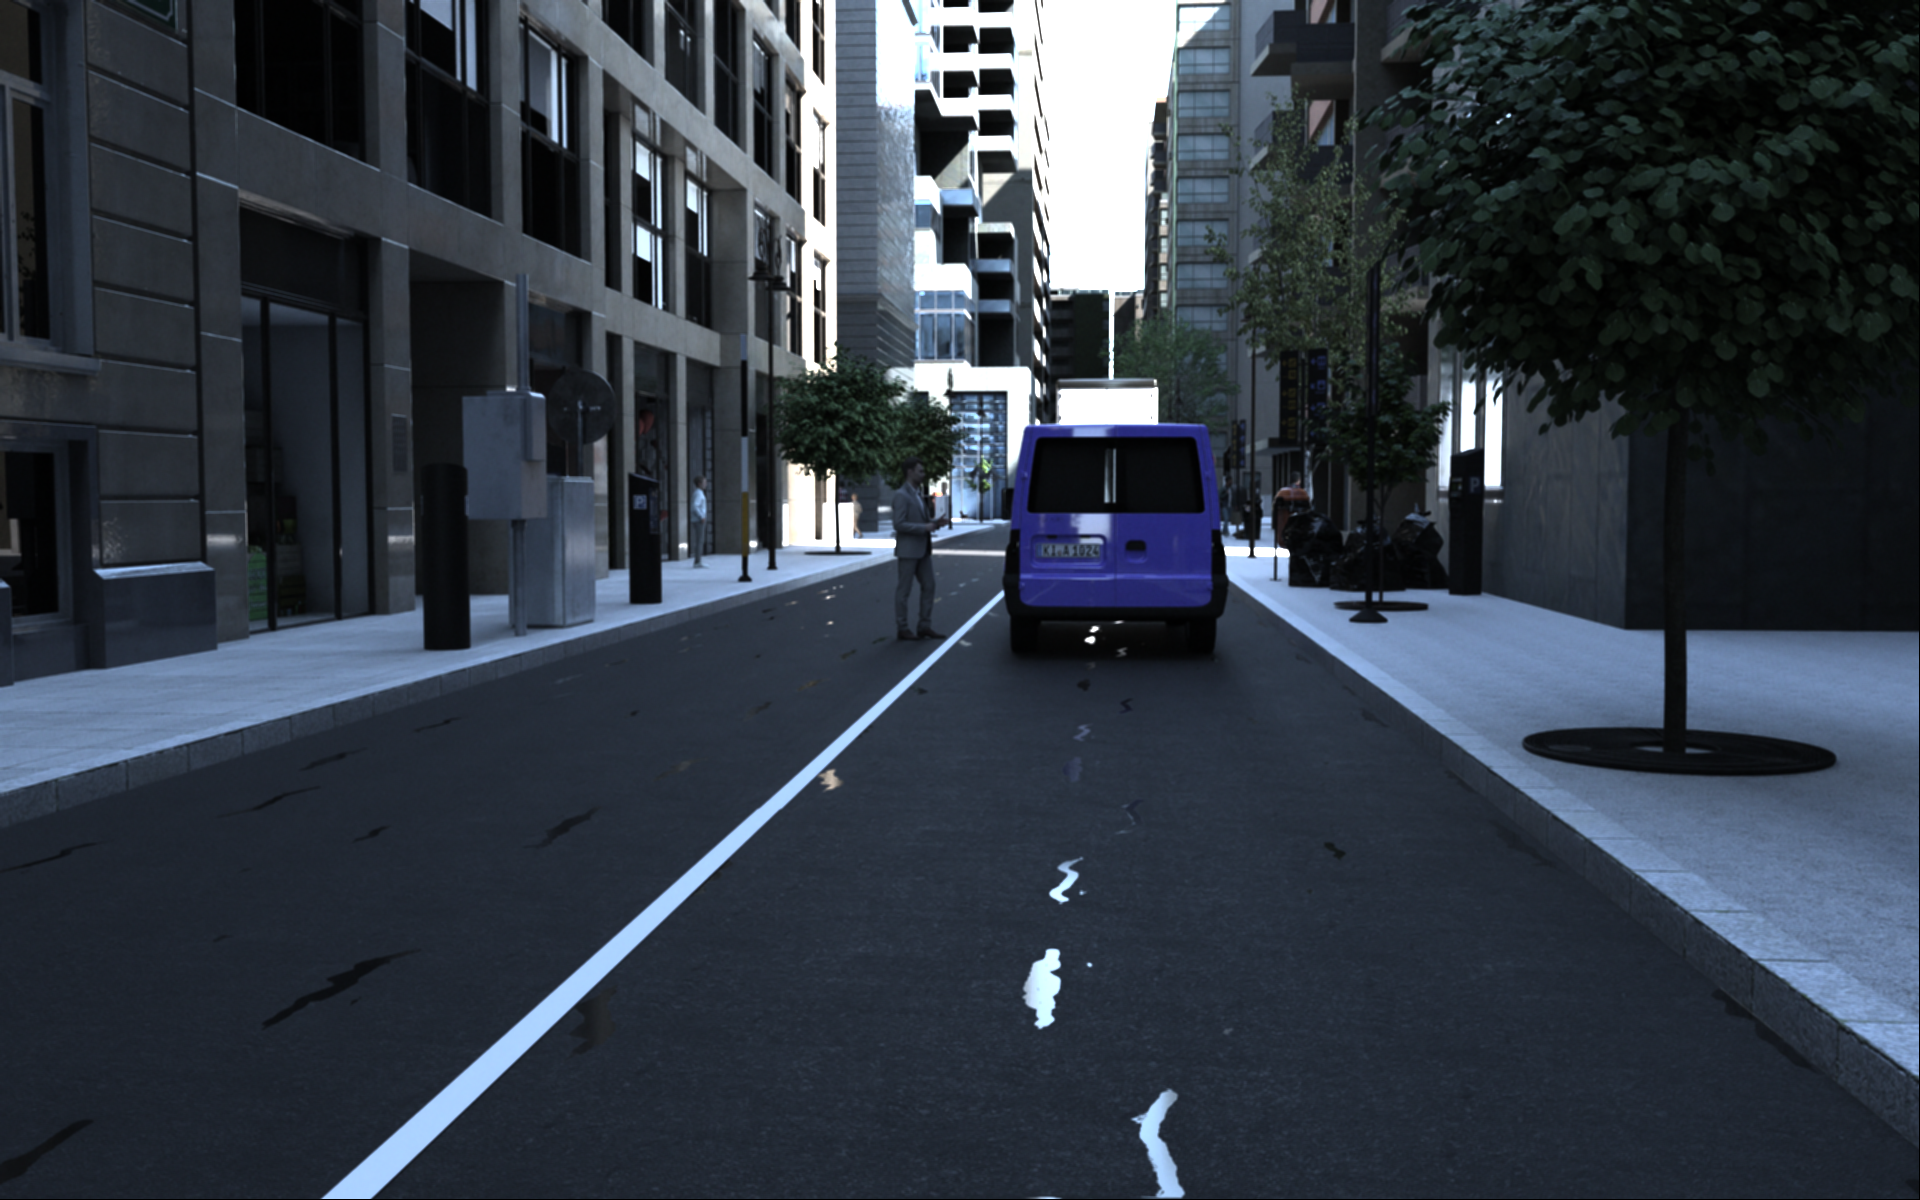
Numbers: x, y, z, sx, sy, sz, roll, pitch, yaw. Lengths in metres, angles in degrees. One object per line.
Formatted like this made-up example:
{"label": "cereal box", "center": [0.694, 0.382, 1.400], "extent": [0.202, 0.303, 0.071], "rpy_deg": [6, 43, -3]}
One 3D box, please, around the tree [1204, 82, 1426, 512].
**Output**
{"label": "tree", "center": [6.379, -4.948, 31.268], "extent": [4.737, 8.622, 4.395], "rpy_deg": [0, 3, 0]}

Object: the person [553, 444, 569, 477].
{"label": "person", "center": [-4.500, -0.818, 19.299], "extent": [0.818, 1.842, 0.514], "rpy_deg": [0, 4, 2]}

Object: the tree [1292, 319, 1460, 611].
{"label": "tree", "center": [4.774, -1.507, 19.234], "extent": [1.663, 3.219, 1.824], "rpy_deg": [0, 3, 0]}

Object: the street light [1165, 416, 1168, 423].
{"label": "street light", "center": [10.052, -6.751, 83.162], "extent": [0.468, 5.910, 1.993], "rpy_deg": [0, 4, 5]}

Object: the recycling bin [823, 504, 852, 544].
{"label": "recycling bin", "center": [-3.197, -2.000, 45.253], "extent": [0.722, 1.027, 0.722], "rpy_deg": [0, 4, 1]}

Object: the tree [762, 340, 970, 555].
{"label": "tree", "center": [-2.536, -3.259, 37.000], "extent": [4.285, 4.588, 4.351], "rpy_deg": [0, 3, 0]}

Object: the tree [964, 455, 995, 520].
{"label": "tree", "center": [1.005, -5.536, 85.119], "extent": [1.663, 3.219, 1.824], "rpy_deg": [0, 3, 0]}

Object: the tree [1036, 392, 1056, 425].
{"label": "tree", "center": [4.799, -10.544, 122.759], "extent": [4.360, 8.622, 3.978], "rpy_deg": [0, 3, 0]}

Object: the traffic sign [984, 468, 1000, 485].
{"label": "traffic sign", "center": [1.391, -4.617, 77.670], "extent": [0.795, 2.593, 0.064], "rpy_deg": [0, 4, 5]}

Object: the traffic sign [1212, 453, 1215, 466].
{"label": "traffic sign", "center": [6.605, -2.898, 47.485], "extent": [0.768, 2.556, 0.104], "rpy_deg": [0, 4, 5]}

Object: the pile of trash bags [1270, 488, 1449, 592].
{"label": "pile of trash bags", "center": [5.382, -0.900, 24.462], "extent": [1.912, 1.369, 3.447], "rpy_deg": [-1, 4, -20]}

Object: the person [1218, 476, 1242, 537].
{"label": "person", "center": [8.034, -2.801, 51.821], "extent": [0.794, 1.824, 0.713], "rpy_deg": [-2, 4, -27]}

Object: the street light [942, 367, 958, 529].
{"label": "street light", "center": [-0.348, -5.518, 63.008], "extent": [0.468, 5.910, 1.993], "rpy_deg": [0, 4, 5]}

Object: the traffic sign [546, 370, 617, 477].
{"label": "traffic sign", "center": [-3.897, -1.082, 17.793], "extent": [0.768, 2.556, 0.104], "rpy_deg": [1, 4, 11]}

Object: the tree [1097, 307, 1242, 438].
{"label": "tree", "center": [11.823, -10.508, 97.561], "extent": [9.928, 11.665, 9.643], "rpy_deg": [0, 3, 0]}

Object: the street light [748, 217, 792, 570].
{"label": "street light", "center": [-3.192, -3.454, 29.267], "extent": [0.468, 5.910, 1.993], "rpy_deg": [0, 4, 5]}

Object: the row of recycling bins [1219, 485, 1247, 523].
{"label": "row of recycling bins", "center": [12.517, -4.416, 79.310], "extent": [1.069, 1.692, 3.534], "rpy_deg": [0, 4, 0]}

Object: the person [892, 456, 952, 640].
{"label": "person", "center": [-0.385, -0.510, 17.035], "extent": [0.583, 1.804, 0.606], "rpy_deg": [1, 4, 16]}

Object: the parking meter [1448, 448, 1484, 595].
{"label": "parking meter", "center": [6.431, -0.998, 22.025], "extent": [0.399, 1.863, 0.255], "rpy_deg": [-2, 4, -30]}

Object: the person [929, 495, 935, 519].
{"label": "person", "center": [-1.093, -3.240, 63.694], "extent": [0.362, 1.253, 0.373], "rpy_deg": [1, 4, 9]}

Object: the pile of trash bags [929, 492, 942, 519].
{"label": "pile of trash bags", "center": [-1.889, -4.646, 85.707], "extent": [1.912, 1.369, 3.447], "rpy_deg": [-2, 4, -34]}

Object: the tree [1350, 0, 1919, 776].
{"label": "tree", "center": [3.625, -1.514, 8.468], "extent": [4.285, 4.588, 4.351], "rpy_deg": [0, 3, 0]}

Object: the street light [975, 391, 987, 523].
{"label": "street light", "center": [0.960, -6.428, 77.885], "extent": [0.468, 5.910, 1.993], "rpy_deg": [0, 4, 5]}

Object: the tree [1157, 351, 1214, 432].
{"label": "tree", "center": [11.226, -8.507, 89.455], "extent": [4.360, 8.622, 3.978], "rpy_deg": [0, 3, 0]}

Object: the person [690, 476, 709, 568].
{"label": "person", "center": [-4.522, -1.360, 30.093], "extent": [0.330, 1.601, 0.589], "rpy_deg": [0, 4, -1]}

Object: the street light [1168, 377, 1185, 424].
{"label": "street light", "center": [8.625, -5.861, 68.613], "extent": [0.468, 5.910, 1.993], "rpy_deg": [0, 4, 5]}

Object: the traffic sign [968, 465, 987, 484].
{"label": "traffic sign", "center": [0.701, -4.130, 69.715], "extent": [0.795, 2.593, 0.064], "rpy_deg": [0, 4, 5]}

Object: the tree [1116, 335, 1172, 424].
{"label": "tree", "center": [13.821, -12.512, 122.700], "extent": [7.486, 12.596, 7.792], "rpy_deg": [0, 3, 0]}

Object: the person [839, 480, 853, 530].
{"label": "person", "center": [-3.754, -3.003, 55.980], "extent": [0.643, 1.720, 0.563], "rpy_deg": [2, 4, 25]}

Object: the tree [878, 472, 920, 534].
{"label": "tree", "center": [-1.728, -3.741, 55.774], "extent": [1.663, 3.219, 1.824], "rpy_deg": [0, 3, 0]}

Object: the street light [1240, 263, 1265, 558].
{"label": "street light", "center": [5.889, -3.791, 34.763], "extent": [0.468, 5.910, 1.993], "rpy_deg": [0, 4, 5]}

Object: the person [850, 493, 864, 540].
{"label": "person", "center": [-2.958, -2.343, 48.621], "extent": [0.640, 1.303, 0.475], "rpy_deg": [2, 4, 33]}

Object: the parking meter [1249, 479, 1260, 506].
{"label": "parking meter", "center": [11.467, -3.776, 67.443], "extent": [0.255, 1.863, 0.399], "rpy_deg": [3, 5, 44]}

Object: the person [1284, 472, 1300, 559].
{"label": "person", "center": [6.565, -1.661, 34.032], "extent": [0.563, 1.720, 0.643], "rpy_deg": [2, 4, 28]}
